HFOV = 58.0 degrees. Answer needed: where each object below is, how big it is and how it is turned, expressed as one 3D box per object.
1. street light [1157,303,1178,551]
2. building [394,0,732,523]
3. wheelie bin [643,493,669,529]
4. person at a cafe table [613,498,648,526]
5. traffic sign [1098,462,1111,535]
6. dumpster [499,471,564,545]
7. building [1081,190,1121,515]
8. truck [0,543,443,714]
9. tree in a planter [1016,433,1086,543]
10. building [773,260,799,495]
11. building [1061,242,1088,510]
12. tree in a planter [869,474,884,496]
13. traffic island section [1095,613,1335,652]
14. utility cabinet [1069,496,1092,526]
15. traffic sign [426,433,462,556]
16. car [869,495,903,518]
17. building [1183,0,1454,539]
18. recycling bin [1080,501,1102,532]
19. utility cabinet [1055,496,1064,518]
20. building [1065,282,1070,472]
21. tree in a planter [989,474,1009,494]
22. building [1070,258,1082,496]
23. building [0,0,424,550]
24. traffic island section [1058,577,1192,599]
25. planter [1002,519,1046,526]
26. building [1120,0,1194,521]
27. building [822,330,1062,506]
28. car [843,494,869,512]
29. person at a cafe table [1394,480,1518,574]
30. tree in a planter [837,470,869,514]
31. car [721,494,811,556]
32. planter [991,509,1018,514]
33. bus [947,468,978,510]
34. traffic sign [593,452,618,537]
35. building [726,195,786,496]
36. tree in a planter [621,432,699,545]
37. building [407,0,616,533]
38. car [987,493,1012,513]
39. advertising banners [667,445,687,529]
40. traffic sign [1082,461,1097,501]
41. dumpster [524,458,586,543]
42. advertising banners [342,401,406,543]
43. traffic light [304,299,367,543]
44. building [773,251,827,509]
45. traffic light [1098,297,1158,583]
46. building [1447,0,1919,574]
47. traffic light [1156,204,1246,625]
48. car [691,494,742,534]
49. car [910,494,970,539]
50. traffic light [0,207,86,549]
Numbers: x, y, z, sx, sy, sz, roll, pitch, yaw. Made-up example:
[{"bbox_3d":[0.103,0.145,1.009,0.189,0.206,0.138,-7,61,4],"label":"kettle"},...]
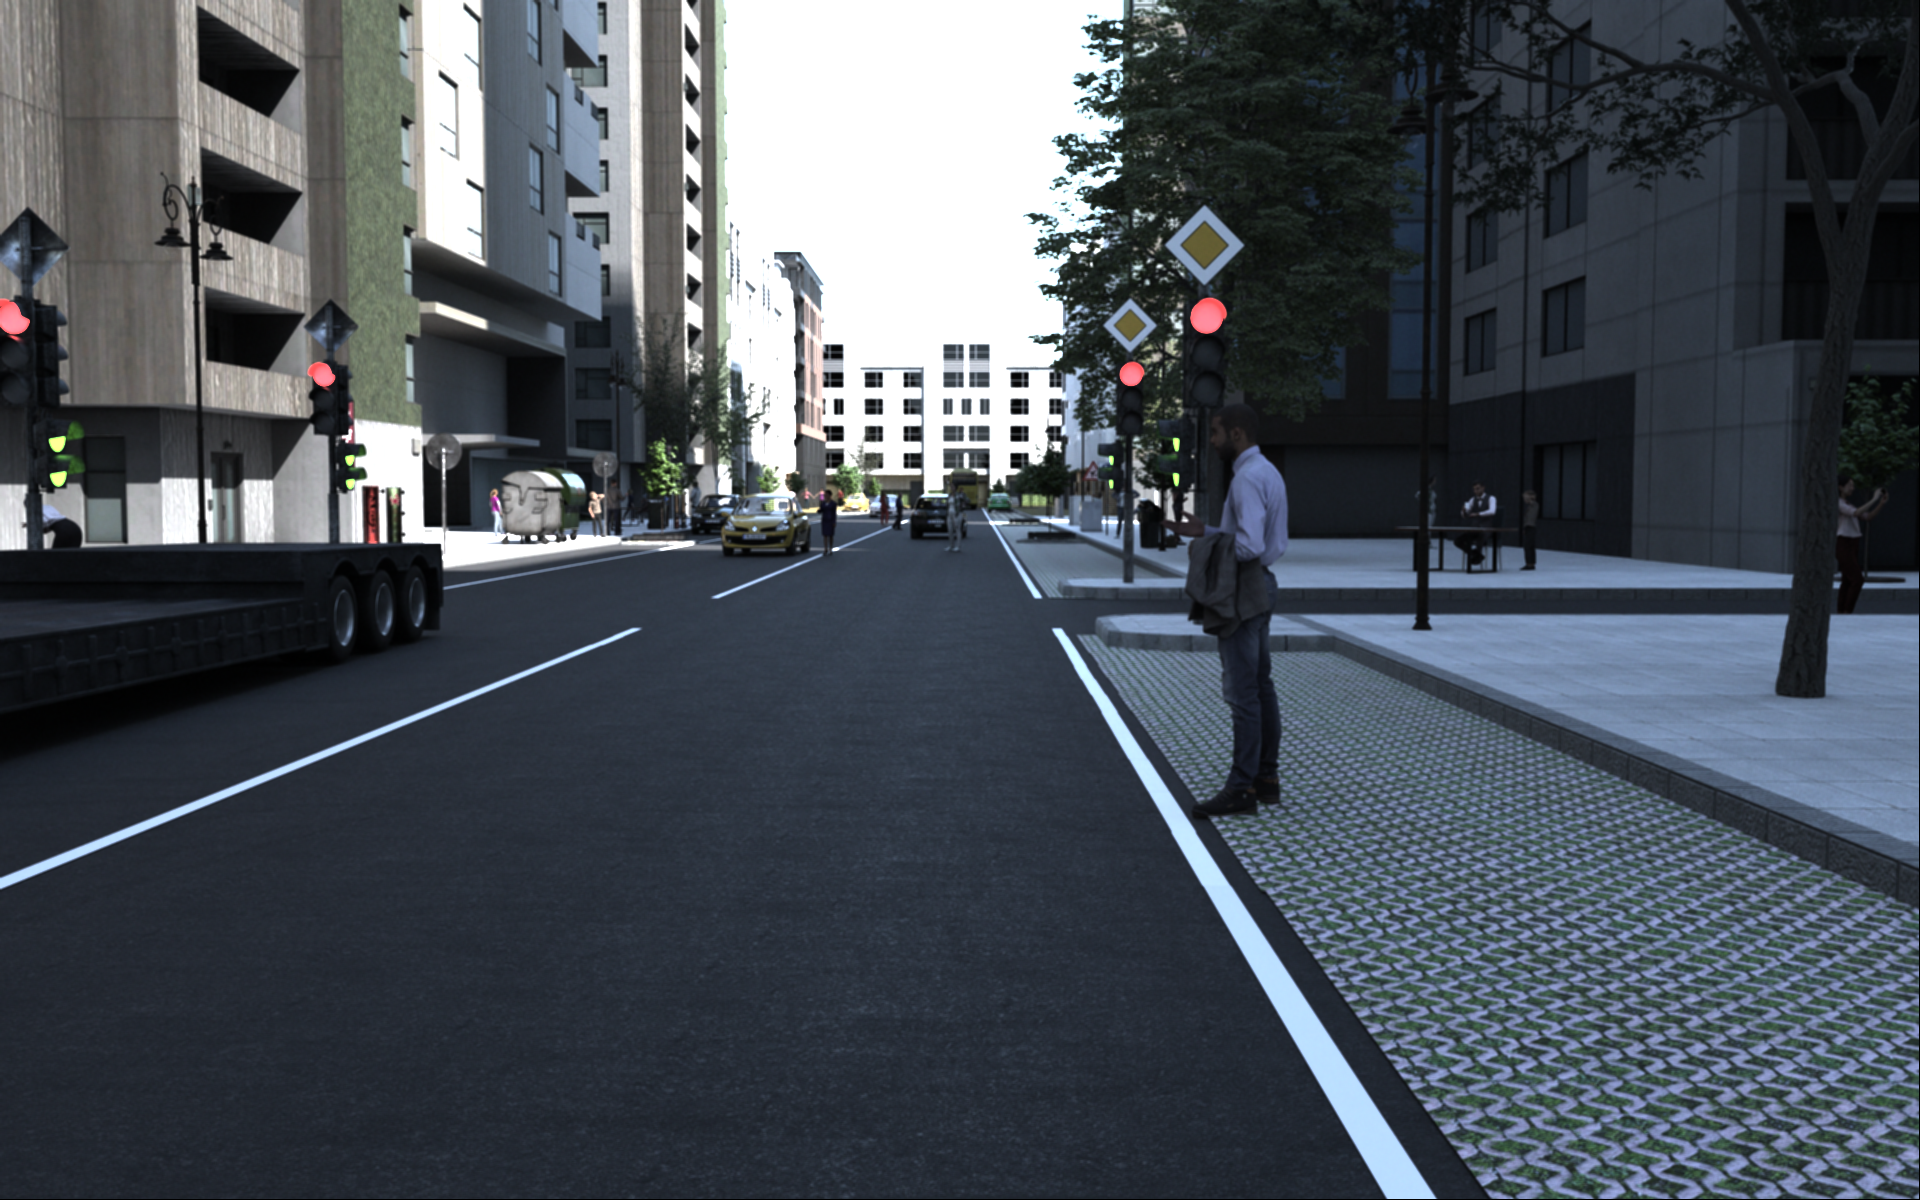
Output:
[{"bbox_3d":[4.564,-4.044,38.901,0.468,5.910,1.993,0,4,0],"label":"street light"},{"bbox_3d":[-20.168,-19.561,91.523,14.160,30.474,14.107,0,4,0],"label":"building"},{"bbox_3d":[-11.089,-3.386,63.274,0.980,1.594,0.693,0,4,1],"label":"wheelie bin"},{"bbox_3d":[-13.076,-3.593,69.605,1.726,1.238,1.698,0,4,6],"label":"person at a cafe table"},{"bbox_3d":[4.571,-3.162,53.823,0.606,2.300,0.079,0,4,2],"label":"traffic sign"},{"bbox_3d":[-10.896,-2.341,44.034,1.264,1.857,1.865,0,4,0],"label":"dumpster"},{"bbox_3d":[16.329,-15.560,110.832,16.016,20.091,11.380,0,4,0],"label":"building"},{"bbox_3d":[-6.255,-1.118,8.038,2.967,4.110,18.799,0,4,-1],"label":"truck"},{"bbox_3d":[2.654,-3.281,50.870,1.991,3.239,1.994,0,4,0],"label":"tree in a planter"},{"bbox_3d":[-21.200,-17.237,138.249,16.016,20.091,11.380,0,4,0],"label":"building"},{"bbox_3d":[22.983,-19.126,156.691,27.936,21.610,32.646,0,4,0],"label":"building"},{"bbox_3d":[-7.729,-9.702,155.857,1.991,3.239,1.994,0,4,0],"label":"tree in a planter"},{"bbox_3d":[2.392,0.319,17.060,2.009,0.180,2.903,0,4,0],"label":"traffic island section"},{"bbox_3d":[4.911,-3.638,70.635,1.020,1.237,0.306,-2,4,-35],"label":"utility cabinet"},{"bbox_3d":[-10.729,-2.195,35.995,0.768,2.556,0.104,0,4,5],"label":"traffic sign"},{"bbox_3d":[-4.546,-5.802,107.218,2.083,1.381,4.827,0,4,2],"label":"car"},{"bbox_3d":[14.991,-24.758,54.901,14.600,45.320,14.200,0,4,0],"label":"building"},{"bbox_3d":[4.498,-2.872,59.517,0.722,1.027,0.722,0,4,-1],"label":"recycling bin"},{"bbox_3d":[5.356,-5.029,93.382,0.306,1.237,1.020,-1,4,-10],"label":"utility cabinet"},{"bbox_3d":[16.324,-17.007,134.483,16.016,20.091,11.380,0,4,0],"label":"building"},{"bbox_3d":[3.475,-9.610,154.338,1.991,3.239,1.994,0,4,0],"label":"tree in a planter"},{"bbox_3d":[16.283,-16.258,122.245,16.016,20.091,11.380,0,4,0],"label":"building"},{"bbox_3d":[-19.991,-16.044,34.025,14.160,30.474,14.107,0,4,0],"label":"building"},{"bbox_3d":[2.455,-0.169,25.044,2.009,0.180,2.903,0,4,0],"label":"traffic island section"},{"bbox_3d":[2.876,-3.485,78.114,1.991,0.319,1.994,0,4,0],"label":"planter"},{"bbox_3d":[15.112,-24.739,88.080,14.154,41.232,14.086,0,4,0],"label":"building"},{"bbox_3d":[-3.466,-20.100,195.099,31.486,18.905,16.747,0,4,0],"label":"building"},{"bbox_3d":[-8.106,-7.666,135.567,2.015,1.641,3.980,0,4,0],"label":"car"},{"bbox_3d":[8.388,-1.233,28.680,1.622,1.524,1.698,-3,5,-40],"label":"person at a cafe table"},{"bbox_3d":[-7.953,-7.955,127.291,1.991,3.239,1.994,0,4,0],"label":"tree in a planter"},{"bbox_3d":[-4.622,-1.913,41.495,2.015,1.641,3.980,0,4,2],"label":"car"},{"bbox_3d":[3.259,-6.489,127.228,1.991,0.319,1.994,0,4,0],"label":"planter"},{"bbox_3d":[0.290,-10.459,162.550,2.896,3.916,12.252,0,4,-1],"label":"bus"},{"bbox_3d":[-10.679,-3.184,52.167,0.768,2.556,0.104,0,4,2],"label":"traffic sign"},{"bbox_3d":[-21.836,-15.290,116.448,16.747,18.905,31.486,0,4,0],"label":"building"},{"bbox_3d":[-8.566,-3.209,49.692,1.991,3.239,1.994,0,4,0],"label":"tree in a planter"},{"bbox_3d":[-28.758,-28.925,62.162,28.713,52.752,27.495,0,4,0],"label":"building"},{"bbox_3d":[3.047,-7.631,133.570,1.959,1.807,4.718,0,4,2],"label":"car"},{"bbox_3d":[-10.355,-4.104,63.288,0.090,3.025,2.074,1,4,10],"label":"advertising banners"},{"bbox_3d":[5.218,-4.148,67.828,0.884,2.594,0.081,1,4,10],"label":"traffic sign"},{"bbox_3d":[-10.985,-2.691,46.499,1.502,2.255,1.985,0,4,0],"label":"dumpster"},{"bbox_3d":[-11.156,-2.241,32.824,0.090,3.025,2.074,1,4,15],"label":"advertising banners"},{"bbox_3d":[-9.046,-2.207,25.005,0.839,4.253,0.868,0,4,0],"label":"traffic light"},{"bbox_3d":[-29.520,-19.317,159.802,32.646,21.610,27.936,0,4,0],"label":"building"},{"bbox_3d":[2.415,-2.202,24.931,0.839,4.253,0.868,0,4,0],"label":"traffic light"},{"bbox_3d":[23.590,-36.534,35.577,20.611,71.187,20.563,0,4,0],"label":"building"},{"bbox_3d":[2.352,-1.714,16.946,0.839,4.253,0.868,0,4,0],"label":"traffic light"},{"bbox_3d":[-8.645,-3.237,62.718,2.009,1.686,4.222,0,4,1],"label":"car"},{"bbox_3d":[-0.680,-2.886,56.971,2.009,1.686,4.222,0,4,2],"label":"car"},{"bbox_3d":[-9.109,-1.719,17.020,0.839,4.253,0.868,0,4,0],"label":"traffic light"}]
